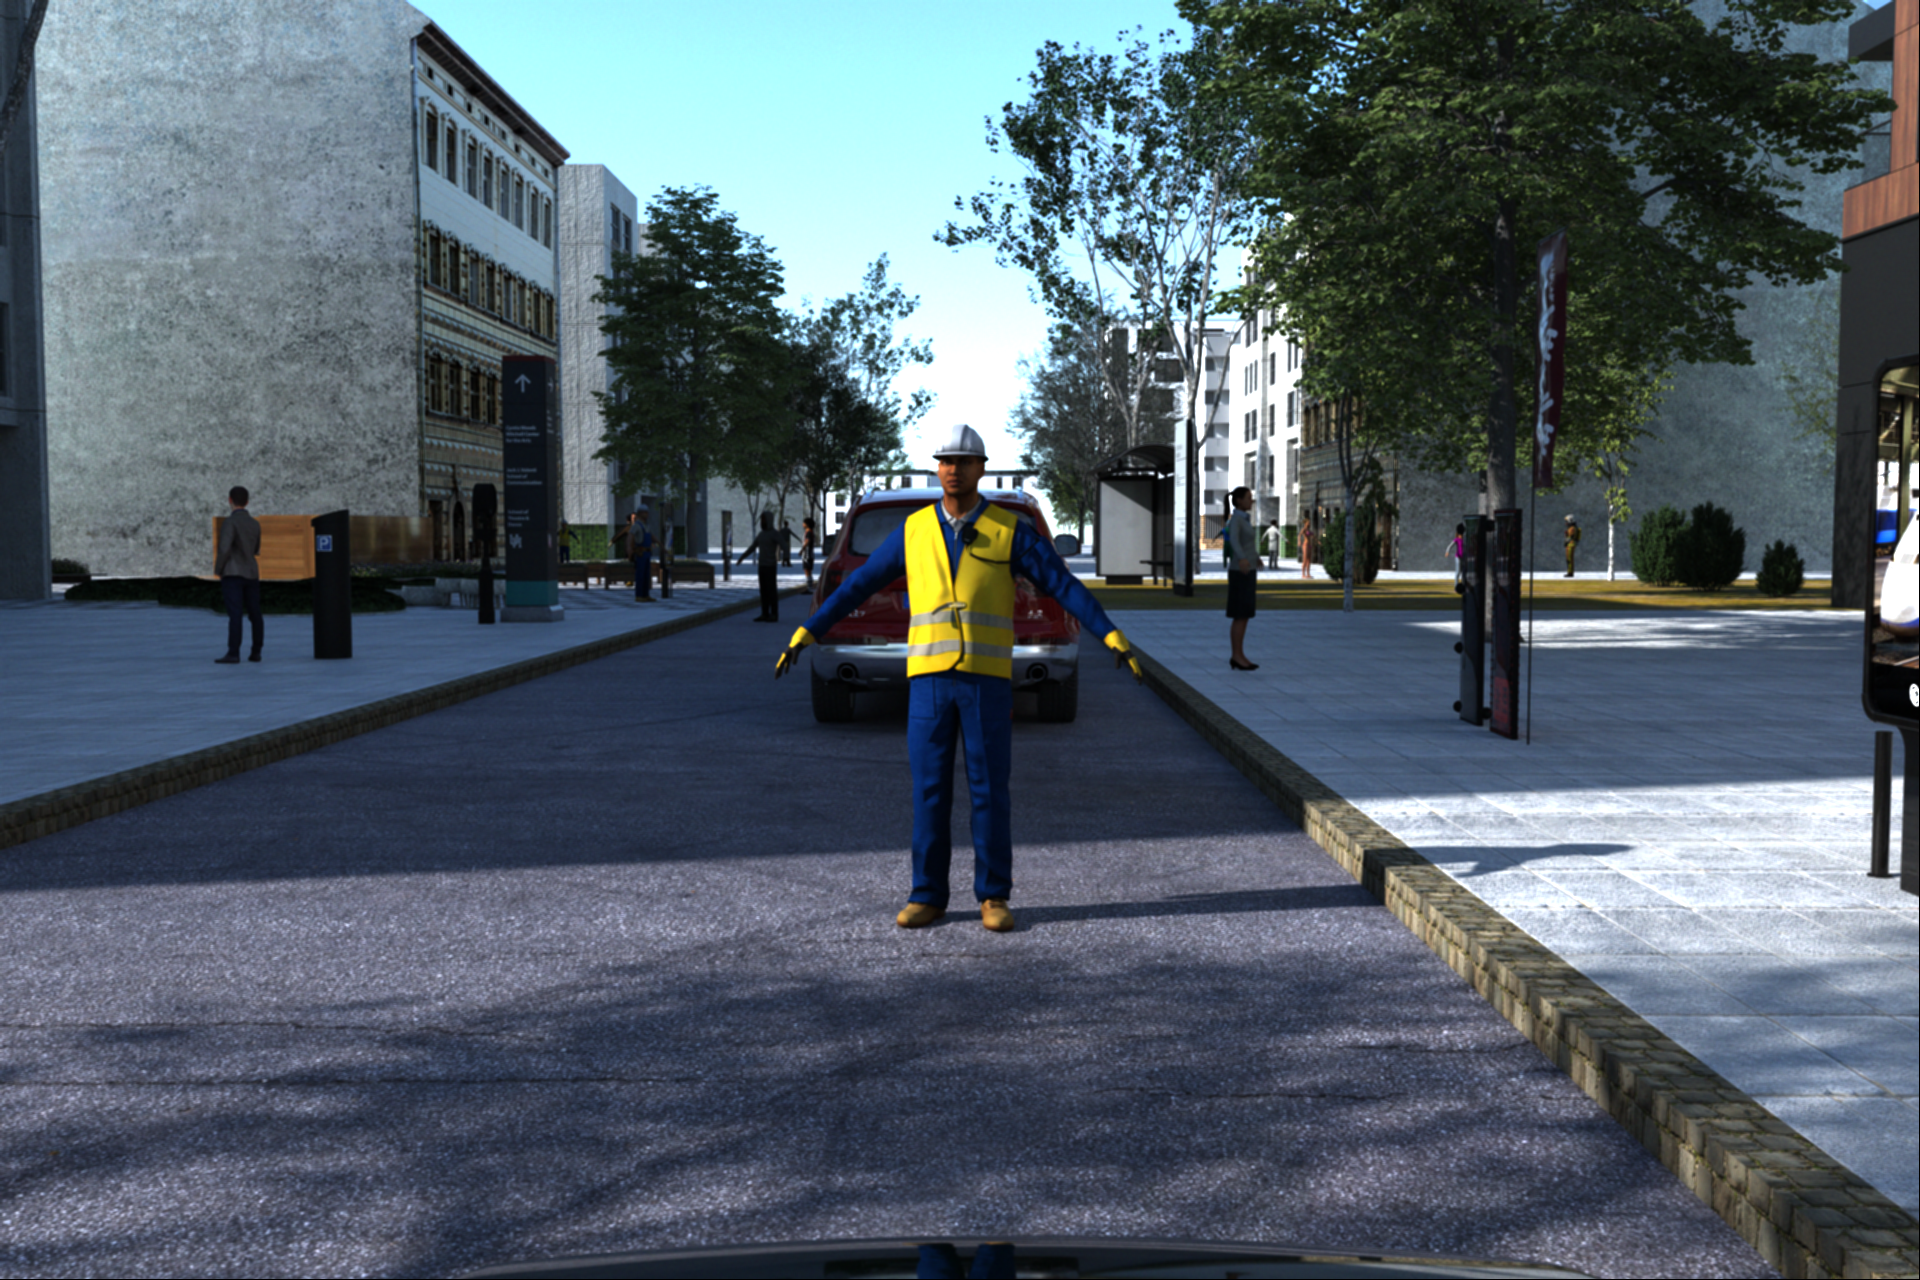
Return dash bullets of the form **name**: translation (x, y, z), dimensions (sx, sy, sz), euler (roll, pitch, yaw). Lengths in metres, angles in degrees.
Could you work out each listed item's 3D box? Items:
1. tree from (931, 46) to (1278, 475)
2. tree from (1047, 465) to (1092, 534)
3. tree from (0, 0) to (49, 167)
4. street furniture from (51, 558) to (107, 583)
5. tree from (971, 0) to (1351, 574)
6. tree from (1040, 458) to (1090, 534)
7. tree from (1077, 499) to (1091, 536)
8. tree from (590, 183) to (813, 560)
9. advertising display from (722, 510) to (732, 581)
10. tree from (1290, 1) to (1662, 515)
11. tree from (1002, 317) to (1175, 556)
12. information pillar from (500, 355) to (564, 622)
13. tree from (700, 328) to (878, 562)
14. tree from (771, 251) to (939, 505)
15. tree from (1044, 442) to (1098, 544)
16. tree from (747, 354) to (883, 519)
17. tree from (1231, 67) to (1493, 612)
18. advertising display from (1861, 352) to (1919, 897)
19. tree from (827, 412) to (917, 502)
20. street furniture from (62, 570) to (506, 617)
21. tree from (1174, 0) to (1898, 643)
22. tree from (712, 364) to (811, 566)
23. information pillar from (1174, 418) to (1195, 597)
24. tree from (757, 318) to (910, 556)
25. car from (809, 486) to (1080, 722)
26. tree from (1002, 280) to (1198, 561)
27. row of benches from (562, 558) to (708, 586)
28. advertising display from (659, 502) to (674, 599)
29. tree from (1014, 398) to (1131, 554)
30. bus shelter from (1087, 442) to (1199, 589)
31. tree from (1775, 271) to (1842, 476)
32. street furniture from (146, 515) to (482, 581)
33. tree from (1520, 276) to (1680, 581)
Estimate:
- **tree**: translation (5.757, -12.998, 68.406), dimensions (12.611, 20.169, 13.585), euler (0, 3, 0)
- **tree**: translation (7.759, -11.137, 132.456), dimensions (4.360, 8.622, 3.978), euler (0, 3, 0)
- **tree**: translation (-8.657, -9.667, 13.948), dimensions (12.611, 20.169, 13.585), euler (0, 3, 0)
- **street furniture**: translation (-26.784, -2.472, 47.269), dimensions (9.812, 1.723, 11.010), euler (-3, 4, -39)
- **tree**: translation (6.728, -12.066, 53.173), dimensions (12.611, 20.169, 13.585), euler (0, 3, 0)
- **tree**: translation (7.865, -10.781, 126.636), dimensions (4.737, 8.622, 4.395), euler (0, 3, 0)
- **tree**: translation (16.015, -16.940, 227.328), dimensions (4.737, 8.622, 4.395), euler (0, 3, 0)
- **tree**: translation (-8.466, -8.478, 56.734), dimensions (7.486, 12.596, 7.792), euler (0, 3, 0)
- **advertising display**: translation (-6.380, -2.582, 47.429), dimensions (0.123, 1.923, 0.974), euler (0, 4, 2)
- **tree**: translation (10.747, -7.199, 35.823), dimensions (7.486, 12.596, 7.792), euler (0, 3, 0)
- **tree**: translation (7.635, -11.557, 99.323), dimensions (12.009, 13.543, 11.850), euler (0, 3, 0)
- **information pillar**: translation (-6.299, -2.204, 25.420), dimensions (0.750, 3.857, 0.750), euler (0, 4, 1)
- **tree**: translation (-8.246, -8.850, 79.116), dimensions (8.767, 10.594, 7.601), euler (-2, 4, -24)
- **tree**: translation (-7.204, -16.026, 117.907), dimensions (12.611, 20.169, 13.585), euler (0, 3, 0)
- **tree**: translation (15.611, -19.192, 220.438), dimensions (9.857, 13.997, 8.962), euler (0, 3, 0)
- **tree**: translation (-7.769, -9.437, 88.711), dimensions (8.767, 10.594, 7.601), euler (1, 4, 10)
- **tree**: translation (6.608, -4.755, 28.110), dimensions (4.737, 8.622, 4.395), euler (0, 3, 0)
- **advertising display**: translation (3.439, -0.049, 6.008), dimensions (0.123, 1.923, 0.974), euler (0, 4, 1)
- **tree**: translation (-7.040, -12.872, 136.207), dimensions (9.928, 11.665, 9.643), euler (0, 3, 0)
- **street furniture**: translation (-12.176, -0.969, 31.465), dimensions (5.734, 0.657, 10.072), euler (-3, 5, -40)
- **tree**: translation (6.285, -6.215, 19.735), dimensions (7.486, 12.596, 7.792), euler (0, 3, 0)
- **tree**: translation (-8.335, -7.301, 69.732), dimensions (4.360, 8.622, 3.978), euler (0, 3, 0)
- **information pillar**: translation (4.659, -2.735, 36.031), dimensions (0.184, 3.620, 1.656), euler (0, 4, -1)
- **tree**: translation (-7.916, -11.579, 99.683), dimensions (12.009, 13.543, 11.850), euler (0, 3, 0)
- **car**: translation (-0.093, -0.372, 14.748), dimensions (2.281, 1.827, 5.304), euler (0, 4, 1)
- **tree**: translation (7.001, -10.620, 84.005), dimensions (12.009, 13.543, 11.850), euler (0, 3, 0)
- **row of benches**: translation (-8.275, -1.790, 44.733), dimensions (4.104, 0.672, 1.422), euler (-3, 5, -41)
- **advertising display**: translation (-5.891, -1.808, 34.781), dimensions (0.123, 1.923, 0.974), euler (0, 4, 1)
- **tree**: translation (7.623, -10.780, 110.668), dimensions (8.767, 10.594, 7.601), euler (0, 4, 1)
- **bus shelter**: translation (4.246, -2.884, 41.072), dimensions (2.014, 3.302, 5.546), euler (0, 4, -1)
- **tree**: translation (24.799, -5.932, 47.355), dimensions (4.360, 8.622, 3.978), euler (0, 3, 0)
- **street furniture**: translation (-14.957, -2.261, 43.820), dimensions (9.812, 1.723, 11.010), euler (1, 4, 11)
- **tree**: translation (17.726, -5.938, 47.444), dimensions (4.737, 8.622, 4.395), euler (0, 3, 0)
